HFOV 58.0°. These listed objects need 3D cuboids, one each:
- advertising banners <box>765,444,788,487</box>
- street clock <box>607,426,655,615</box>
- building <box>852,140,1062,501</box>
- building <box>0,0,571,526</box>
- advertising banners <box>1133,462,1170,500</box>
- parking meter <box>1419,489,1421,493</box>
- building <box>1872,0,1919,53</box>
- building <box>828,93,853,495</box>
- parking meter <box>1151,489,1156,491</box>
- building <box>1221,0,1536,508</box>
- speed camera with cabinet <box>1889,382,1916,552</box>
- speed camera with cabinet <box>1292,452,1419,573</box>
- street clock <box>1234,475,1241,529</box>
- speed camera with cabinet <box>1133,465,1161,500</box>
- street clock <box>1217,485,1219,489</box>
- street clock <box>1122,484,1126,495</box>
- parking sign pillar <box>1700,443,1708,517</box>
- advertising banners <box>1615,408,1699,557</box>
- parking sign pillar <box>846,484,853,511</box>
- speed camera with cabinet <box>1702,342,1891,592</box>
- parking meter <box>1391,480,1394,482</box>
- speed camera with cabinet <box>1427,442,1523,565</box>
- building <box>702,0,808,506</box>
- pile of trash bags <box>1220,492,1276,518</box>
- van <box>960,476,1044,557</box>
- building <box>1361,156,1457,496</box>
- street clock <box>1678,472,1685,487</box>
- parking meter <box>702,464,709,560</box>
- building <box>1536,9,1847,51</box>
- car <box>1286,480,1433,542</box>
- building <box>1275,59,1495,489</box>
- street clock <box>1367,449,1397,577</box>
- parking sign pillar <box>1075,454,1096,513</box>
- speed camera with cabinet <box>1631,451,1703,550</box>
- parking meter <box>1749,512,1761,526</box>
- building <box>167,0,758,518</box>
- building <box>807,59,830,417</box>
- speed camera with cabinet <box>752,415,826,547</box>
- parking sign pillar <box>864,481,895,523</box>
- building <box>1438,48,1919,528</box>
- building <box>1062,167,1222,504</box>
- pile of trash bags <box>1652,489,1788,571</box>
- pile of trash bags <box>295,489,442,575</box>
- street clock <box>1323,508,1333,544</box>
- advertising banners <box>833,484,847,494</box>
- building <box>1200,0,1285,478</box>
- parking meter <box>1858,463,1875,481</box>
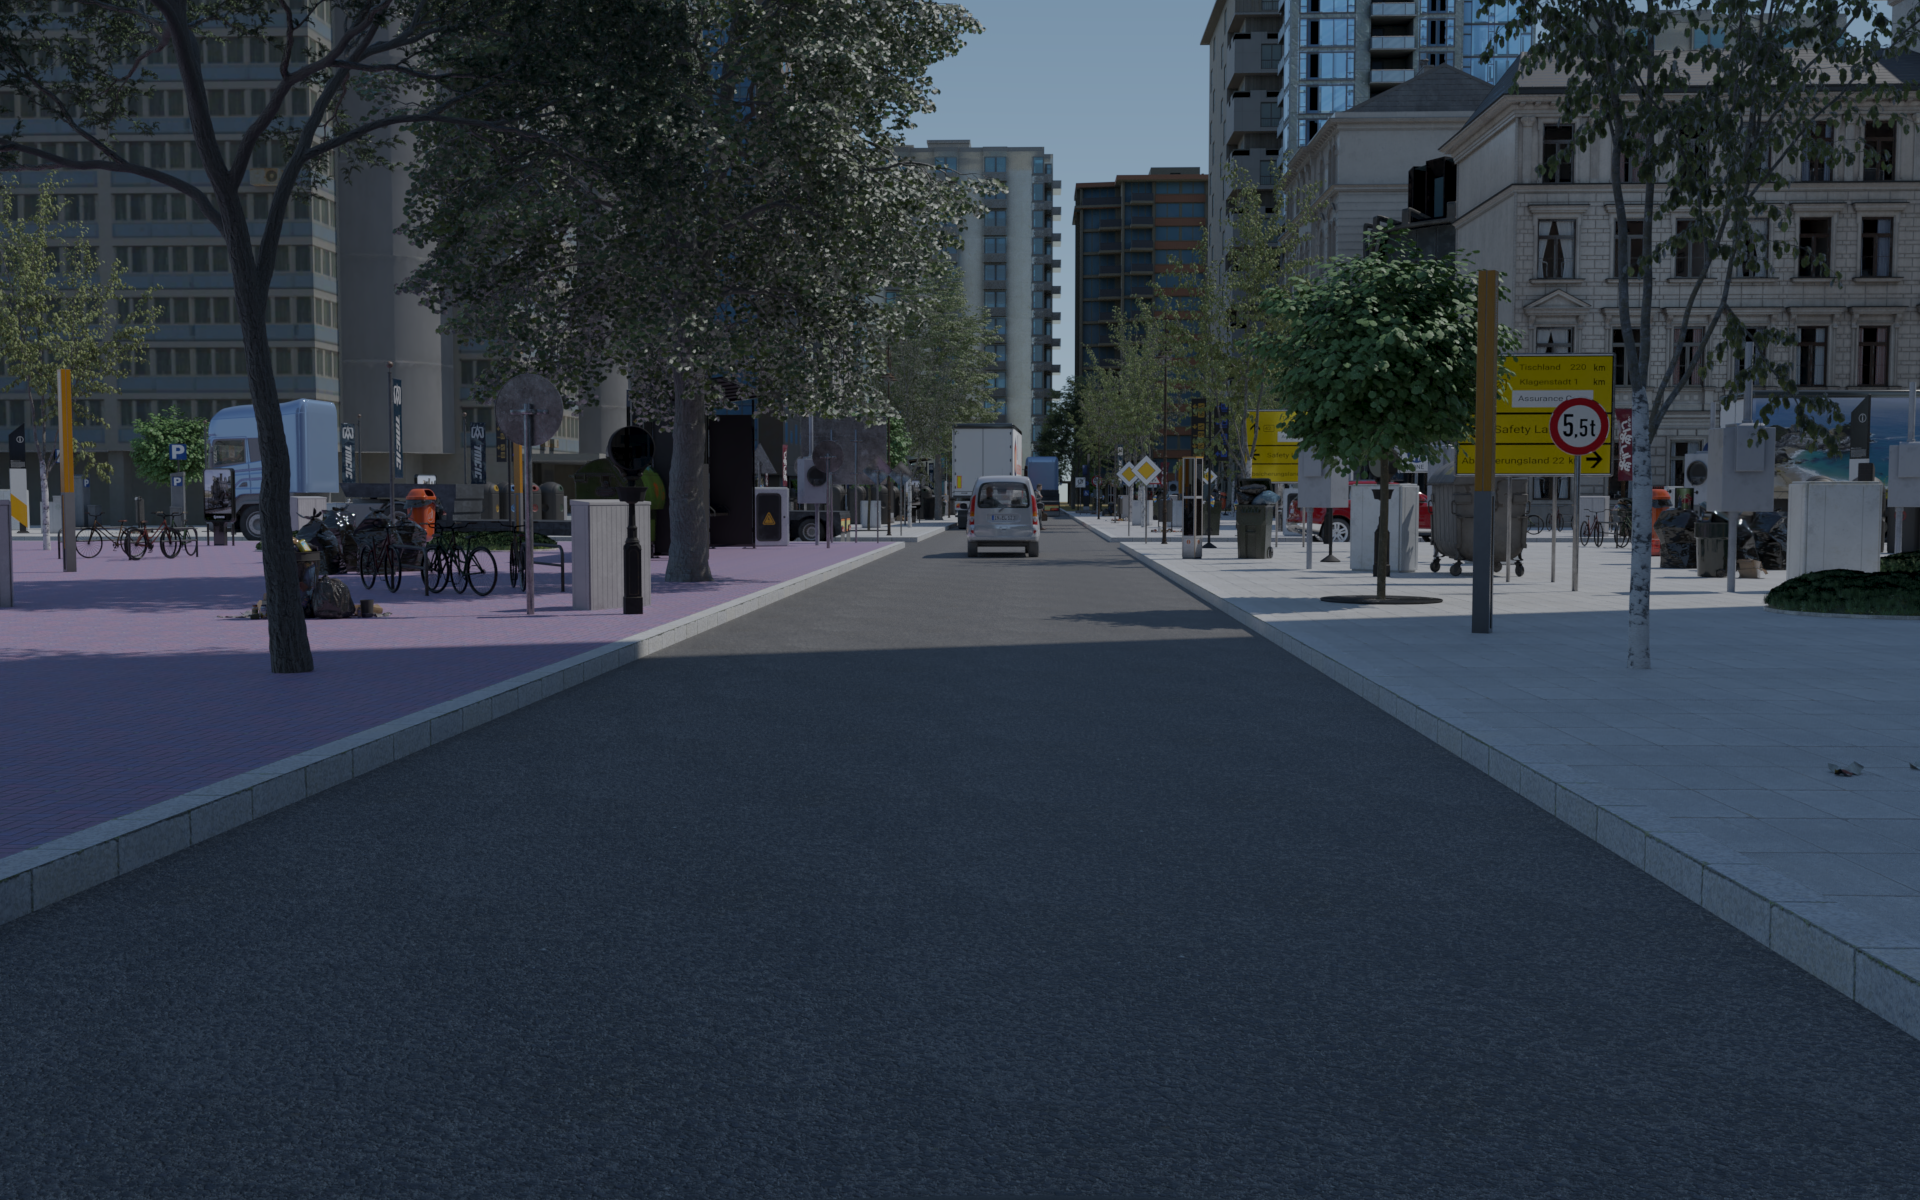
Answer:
[{"bbox_3d":[-6.337,-3.915,60.194,0.090,3.025,2.074,1,4,15],"label":"advertising banners"},{"bbox_3d":[-3.499,-0.850,18.475,0.471,2.002,0.358,-1,4,-20],"label":"street clock"},{"bbox_3d":[-1.518,-37.747,236.773,30.456,49.044,23.786,0,4,2],"label":"building"},{"bbox_3d":[-31.181,-23.659,78.699,32.217,40.220,23.993,0,4,2],"label":"building"},{"bbox_3d":[10.417,-6.008,94.413,2.074,3.025,0.090,-1,4,-8],"label":"advertising banners"},{"bbox_3d":[19.738,-4.064,74.857,0.372,1.533,0.369,0,3,0],"label":"parking meter"},{"bbox_3d":[52.109,-17.317,70.518,23.554,28.519,14.401,0,4,2],"label":"building"},{"bbox_3d":[-22.256,-45.340,179.561,20.611,71.187,20.563,0,4,2],"label":"building"},{"bbox_3d":[12.901,-6.706,115.360,0.399,1.863,0.255,0,4,-5],"label":"parking meter"},{"bbox_3d":[35.018,-50.849,144.056,22.319,86.520,31.000,0,4,2],"label":"building"},{"bbox_3d":[17.505,-2.211,30.481,2.038,3.252,0.660,2,4,29],"label":"speed camera with cabinet"},{"bbox_3d":[6.674,-2.122,29.037,0.660,3.252,2.038,-3,5,-43],"label":"speed camera with cabinet"},{"bbox_3d":[10.336,-3.649,64.233,0.358,2.002,0.471,0,4,3],"label":"street clock"},{"bbox_3d":[12.581,-7.471,116.483,2.038,3.252,0.660,1,4,23],"label":"speed camera with cabinet"},{"bbox_3d":[18.022,-7.156,121.575,0.358,2.002,0.471,0,4,-2],"label":"street clock"},{"bbox_3d":[10.516,-6.417,109.481,0.471,2.002,0.358,-1,4,-20],"label":"street clock"},{"bbox_3d":[27.483,-4.553,62.910,1.447,3.967,1.447,-2,4,-32],"label":"parking sign pillar"},{"bbox_3d":[14.244,-2.403,35.475,2.074,3.025,0.090,-1,4,-17],"label":"advertising banners"},{"bbox_3d":[-6.935,-7.595,112.656,1.447,3.967,1.447,-2,4,-27],"label":"parking sign pillar"},{"bbox_3d":[10.963,-1.739,22.766,2.038,3.252,0.660,0,4,3],"label":"speed camera with cabinet"},{"bbox_3d":[15.135,-3.395,61.220,0.399,1.863,0.255,2,4,34],"label":"parking meter"},{"bbox_3d":[9.533,-2.307,32.062,0.660,3.252,2.038,-2,4,-24],"label":"speed camera with cabinet"},{"bbox_3d":[-19.769,-29.682,135.413,14.600,45.320,14.200,0,4,2],"label":"building"},{"bbox_3d":[15.378,-5.070,92.654,3.447,1.369,1.912,1,4,19],"label":"pile of trash bags"},{"bbox_3d":[0.992,-2.064,40.754,2.013,2.044,4.112,0,4,0],"label":"van"},{"bbox_3d":[30.145,-13.839,93.718,16.820,18.784,16.811,0,4,2],"label":"building"},{"bbox_3d":[24.108,-3.242,57.583,0.471,2.002,0.358,2,4,27],"label":"street clock"},{"bbox_3d":[-5.126,-1.720,33.829,0.399,1.863,0.255,2,4,29],"label":"parking meter"},{"bbox_3d":[71.112,-33.946,174.622,30.456,49.044,23.786,0,4,2],"label":"building"},{"bbox_3d":[11.660,-2.380,47.590,5.304,1.827,2.281,0,4,0],"label":"car"},{"bbox_3d":[29.175,-20.003,114.442,14.401,28.519,23.554,0,4,2],"label":"building"},{"bbox_3d":[6.544,-1.361,26.829,0.358,2.002,0.471,-2,4,-32],"label":"street clock"},{"bbox_3d":[8.419,-7.761,115.368,1.447,3.967,1.447,0,4,4],"label":"parking sign pillar"},{"bbox_3d":[15.729,-2.665,37.903,0.660,3.252,2.038,-2,4,-28],"label":"speed camera with cabinet"},{"bbox_3d":[19.030,-2.012,41.300,0.372,1.533,0.369,0,3,0],"label":"parking meter"},{"bbox_3d":[-30.184,-25.841,114.383,32.217,40.220,23.993,0,4,2],"label":"building"},{"bbox_3d":[-19.037,-28.504,149.636,14.154,41.232,14.086,0,4,2],"label":"building"},{"bbox_3d":[-4.255,-2.955,42.657,2.038,3.252,0.660,-2,4,-24],"label":"speed camera with cabinet"},{"bbox_3d":[-3.591,-5.346,75.873,1.447,3.967,1.447,1,4,14],"label":"parking sign pillar"},{"bbox_3d":[30.204,-12.570,70.141,19.286,19.102,10.561,0,4,2],"label":"building"},{"bbox_3d":[28.097,-35.480,234.714,28.867,44.769,22.147,0,4,2],"label":"building"},{"bbox_3d":[13.017,-1.262,30.382,1.912,1.369,3.447,-1,4,-13],"label":"pile of trash bags"},{"bbox_3d":[-9.677,-1.172,28.908,1.912,1.369,3.447,1,4,10],"label":"pile of trash bags"},{"bbox_3d":[9.443,-2.435,44.380,0.471,2.002,0.358,2,4,31],"label":"street clock"},{"bbox_3d":[-6.352,-5.971,93.807,0.090,3.025,2.074,2,4,32],"label":"advertising banners"},{"bbox_3d":[39.666,-35.772,174.111,28.713,52.752,27.495,0,4,2],"label":"building"},{"bbox_3d":[17.005,-1.641,32.537,0.255,1.863,0.399,2,4,33],"label":"parking meter"}]
